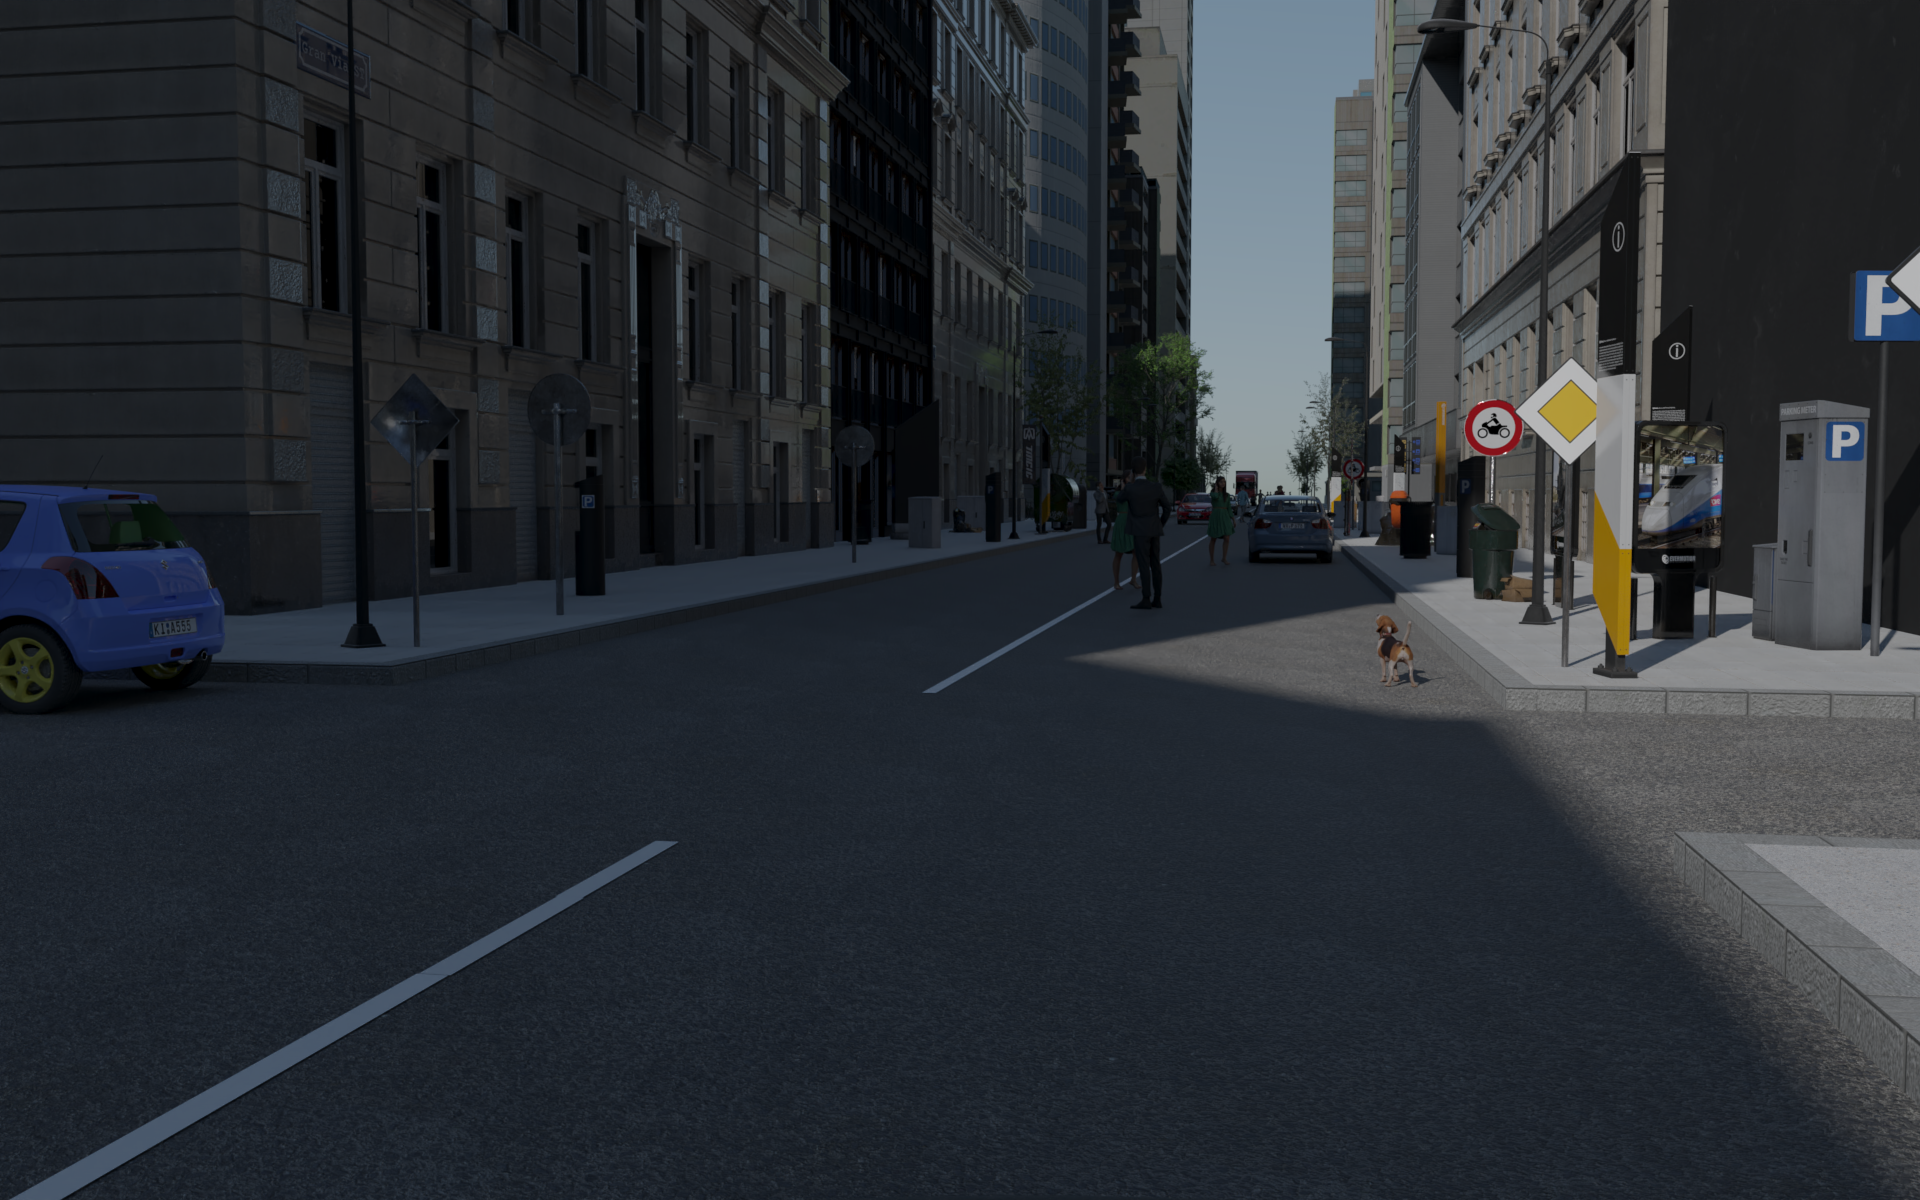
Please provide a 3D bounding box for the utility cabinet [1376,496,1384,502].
[{"bbox_3d":[16.729,-3.541,69.059,0.306,1.237,1.020,1,4,12],"label":"utility cabinet"}]

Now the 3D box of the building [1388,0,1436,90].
[{"bbox_3d":[31.235,-25.338,97.863,14.154,41.232,14.086,1,4,10],"label":"building"}]

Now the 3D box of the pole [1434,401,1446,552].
[{"bbox_3d":[10.613,-2.717,38.265,0.158,3.312,0.155,0,3,0],"label":"pole"}]

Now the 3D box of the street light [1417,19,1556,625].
[{"bbox_3d":[5.171,-2.721,17.030,1.470,5.913,1.316,1,4,10],"label":"street light"}]

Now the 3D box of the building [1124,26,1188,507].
[{"bbox_3d":[13.083,-34.385,185.901,21.300,48.544,21.600,1,4,10],"label":"building"}]

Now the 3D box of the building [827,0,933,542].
[{"bbox_3d":[-8.382,-13.523,50.778,12.332,23.373,15.834,1,4,10],"label":"building"}]

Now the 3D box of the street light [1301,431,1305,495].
[{"bbox_3d":[19.039,-7.306,91.989,1.470,5.913,1.316,1,4,10],"label":"street light"}]

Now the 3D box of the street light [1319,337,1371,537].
[{"bbox_3d":[11.493,-4.823,51.390,1.470,5.913,1.316,1,4,10],"label":"street light"}]

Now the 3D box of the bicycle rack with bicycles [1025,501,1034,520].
[{"bbox_3d":[3.752,-4.502,86.991,2.852,0.926,2.925,-1,4,-12],"label":"bicycle rack with bicycles"}]

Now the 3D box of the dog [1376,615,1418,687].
[{"bbox_3d":[3.262,0.383,13.024,0.406,0.507,0.540,-3,5,-43],"label":"dog"}]

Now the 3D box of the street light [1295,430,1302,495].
[{"bbox_3d":[25.340,-9.411,126.416,1.470,5.913,1.316,1,4,10],"label":"street light"}]

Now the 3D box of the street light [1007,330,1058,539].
[{"bbox_3d":[2.071,-4.685,49.134,1.470,5.913,1.316,1,4,10],"label":"street light"}]

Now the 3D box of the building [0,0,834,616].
[{"bbox_3d":[-10.804,-14.255,30.327,12.463,27.353,25.104,1,4,10],"label":"building"}]

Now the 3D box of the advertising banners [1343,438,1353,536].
[{"bbox_3d":[12.052,-3.515,53.659,0.090,3.025,2.074,1,4,19],"label":"advertising banners"}]

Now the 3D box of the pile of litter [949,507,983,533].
[{"bbox_3d":[0.200,-2.697,58.062,1.176,0.858,1.719,0,4,3],"label":"pile of litter"}]

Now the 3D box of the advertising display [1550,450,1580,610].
[{"bbox_3d":[6.822,-0.877,19.545,0.123,1.923,0.974,0,4,8],"label":"advertising display"}]

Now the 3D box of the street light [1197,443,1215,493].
[{"bbox_3d":[22.334,-11.370,158.443,1.470,5.913,1.316,1,4,10],"label":"street light"}]

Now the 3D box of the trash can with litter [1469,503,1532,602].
[{"bbox_3d":[6.643,-0.584,20.936,0.624,1.170,1.055,-1,4,-22],"label":"trash can with litter"}]

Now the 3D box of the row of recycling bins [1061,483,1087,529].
[{"bbox_3d":[4.316,-3.559,65.310,1.069,1.692,3.534,0,4,1],"label":"row of recycling bins"}]

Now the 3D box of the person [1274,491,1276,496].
[{"bbox_3d":[33.788,-10.802,185.823,0.721,1.736,1.217,1,4,20],"label":"person"}]

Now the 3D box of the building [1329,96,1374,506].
[{"bbox_3d":[45.863,-30.393,180.514,14.154,41.232,14.086,1,4,10],"label":"building"}]

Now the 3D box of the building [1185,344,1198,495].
[{"bbox_3d":[14.532,-22.449,212.088,27.650,21.520,28.899,1,4,10],"label":"building"}]

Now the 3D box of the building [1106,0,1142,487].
[{"bbox_3d":[2.136,-29.223,132.416,22.147,44.769,28.867,1,4,10],"label":"building"}]

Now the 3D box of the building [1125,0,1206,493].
[{"bbox_3d":[23.003,-48.678,234.136,20.563,71.187,20.611,1,4,10],"label":"building"}]

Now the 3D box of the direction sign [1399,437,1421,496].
[{"bbox_3d":[17.839,-4.700,68.847,0.876,3.537,0.379,1,4,20],"label":"direction sign"}]

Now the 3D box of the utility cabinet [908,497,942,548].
[{"bbox_3d":[-0.849,-1.843,41.288,0.306,1.237,1.020,-2,4,-35],"label":"utility cabinet"}]

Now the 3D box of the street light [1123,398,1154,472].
[{"bbox_3d":[8.457,-6.797,83.669,1.470,5.913,1.316,1,4,10],"label":"street light"}]

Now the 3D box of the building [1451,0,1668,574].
[{"bbox_3d":[20.579,-12.627,39.741,16.112,22.955,30.059,1,4,10],"label":"building"}]

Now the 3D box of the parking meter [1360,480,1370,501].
[{"bbox_3d":[16.873,-4.067,72.207,0.399,1.863,0.255,1,4,9],"label":"parking meter"}]

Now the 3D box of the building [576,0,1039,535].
[{"bbox_3d":[-4.652,-16.728,70.767,12.463,27.353,25.104,1,4,10],"label":"building"}]

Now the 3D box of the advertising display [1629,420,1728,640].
[{"bbox_3d":[6.326,-0.617,15.306,0.974,1.923,0.123,-1,4,-18],"label":"advertising display"}]

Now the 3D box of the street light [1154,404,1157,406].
[{"bbox_3d":[9.487,-7.161,89.629,1.470,5.913,1.316,1,4,10],"label":"street light"}]

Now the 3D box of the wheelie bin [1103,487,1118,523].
[{"bbox_3d":[6.821,-4.290,78.052,0.980,1.594,0.693,0,4,-5],"label":"wheelie bin"}]

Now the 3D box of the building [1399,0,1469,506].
[{"bbox_3d":[25.951,-15.299,69.207,14.314,24.678,30.058,1,4,10],"label":"building"}]

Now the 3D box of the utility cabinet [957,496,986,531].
[{"bbox_3d":[0.409,-3.014,60.443,1.020,1.237,0.306,1,4,13],"label":"utility cabinet"}]

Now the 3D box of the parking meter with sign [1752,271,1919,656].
[{"bbox_3d":[7.209,-1.112,14.443,0.543,3.016,1.738,0,4,-2],"label":"parking meter with sign"}]

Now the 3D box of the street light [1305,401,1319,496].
[{"bbox_3d":[18.097,-6.961,86.355,1.470,5.913,1.316,1,4,10],"label":"street light"}]

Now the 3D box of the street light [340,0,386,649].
[{"bbox_3d":[-4.486,-2.553,14.276,1.470,5.913,1.316,1,4,10],"label":"street light"}]

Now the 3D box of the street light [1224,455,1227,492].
[{"bbox_3d":[31.325,-14.373,207.545,1.470,5.913,1.316,1,4,10],"label":"street light"}]

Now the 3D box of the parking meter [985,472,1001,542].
[{"bbox_3d":[0.882,-2.483,46.311,0.399,1.863,0.255,3,5,40],"label":"parking meter"}]

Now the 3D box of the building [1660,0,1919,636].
[{"bbox_3d":[17.402,-11.557,18.636,15.834,23.373,12.332,1,4,10],"label":"building"}]

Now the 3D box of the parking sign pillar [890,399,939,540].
[{"bbox_3d":[-1.264,-3.704,49.027,1.447,3.967,1.447,-1,4,-16],"label":"parking sign pillar"}]

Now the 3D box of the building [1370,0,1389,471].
[{"bbox_3d":[42.279,-32.267,116.802,28.713,52.752,27.495,1,4,10],"label":"building"}]

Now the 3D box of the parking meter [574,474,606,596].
[{"bbox_3d":[-4.687,-0.827,21.927,0.372,1.533,0.369,0,3,0],"label":"parking meter"}]

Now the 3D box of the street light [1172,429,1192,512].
[{"bbox_3d":[15.893,-9.270,124.105,1.470,5.913,1.316,1,4,10],"label":"street light"}]

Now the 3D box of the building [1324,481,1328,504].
[{"bbox_3d":[64.676,-32.750,227.338,32.217,40.220,23.993,1,4,10],"label":"building"}]

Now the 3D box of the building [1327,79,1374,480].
[{"bbox_3d":[55.219,-35.569,201.155,23.786,49.044,30.456,1,4,10],"label":"building"}]

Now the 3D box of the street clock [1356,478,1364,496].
[{"bbox_3d":[18.264,-4.536,78.736,0.471,2.002,0.358,-1,4,-9],"label":"street clock"}]

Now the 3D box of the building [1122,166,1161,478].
[{"bbox_3d":[10.167,-23.332,153.182,14.160,30.474,14.107,1,4,10],"label":"building"}]

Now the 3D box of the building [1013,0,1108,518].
[{"bbox_3d":[-2.985,-34.368,103.913,21.231,58.520,28.212,1,4,10],"label":"building"}]

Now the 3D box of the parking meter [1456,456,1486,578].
[{"bbox_3d":[7.841,-1.278,26.600,0.255,1.863,0.399,-2,4,-27],"label":"parking meter"}]
